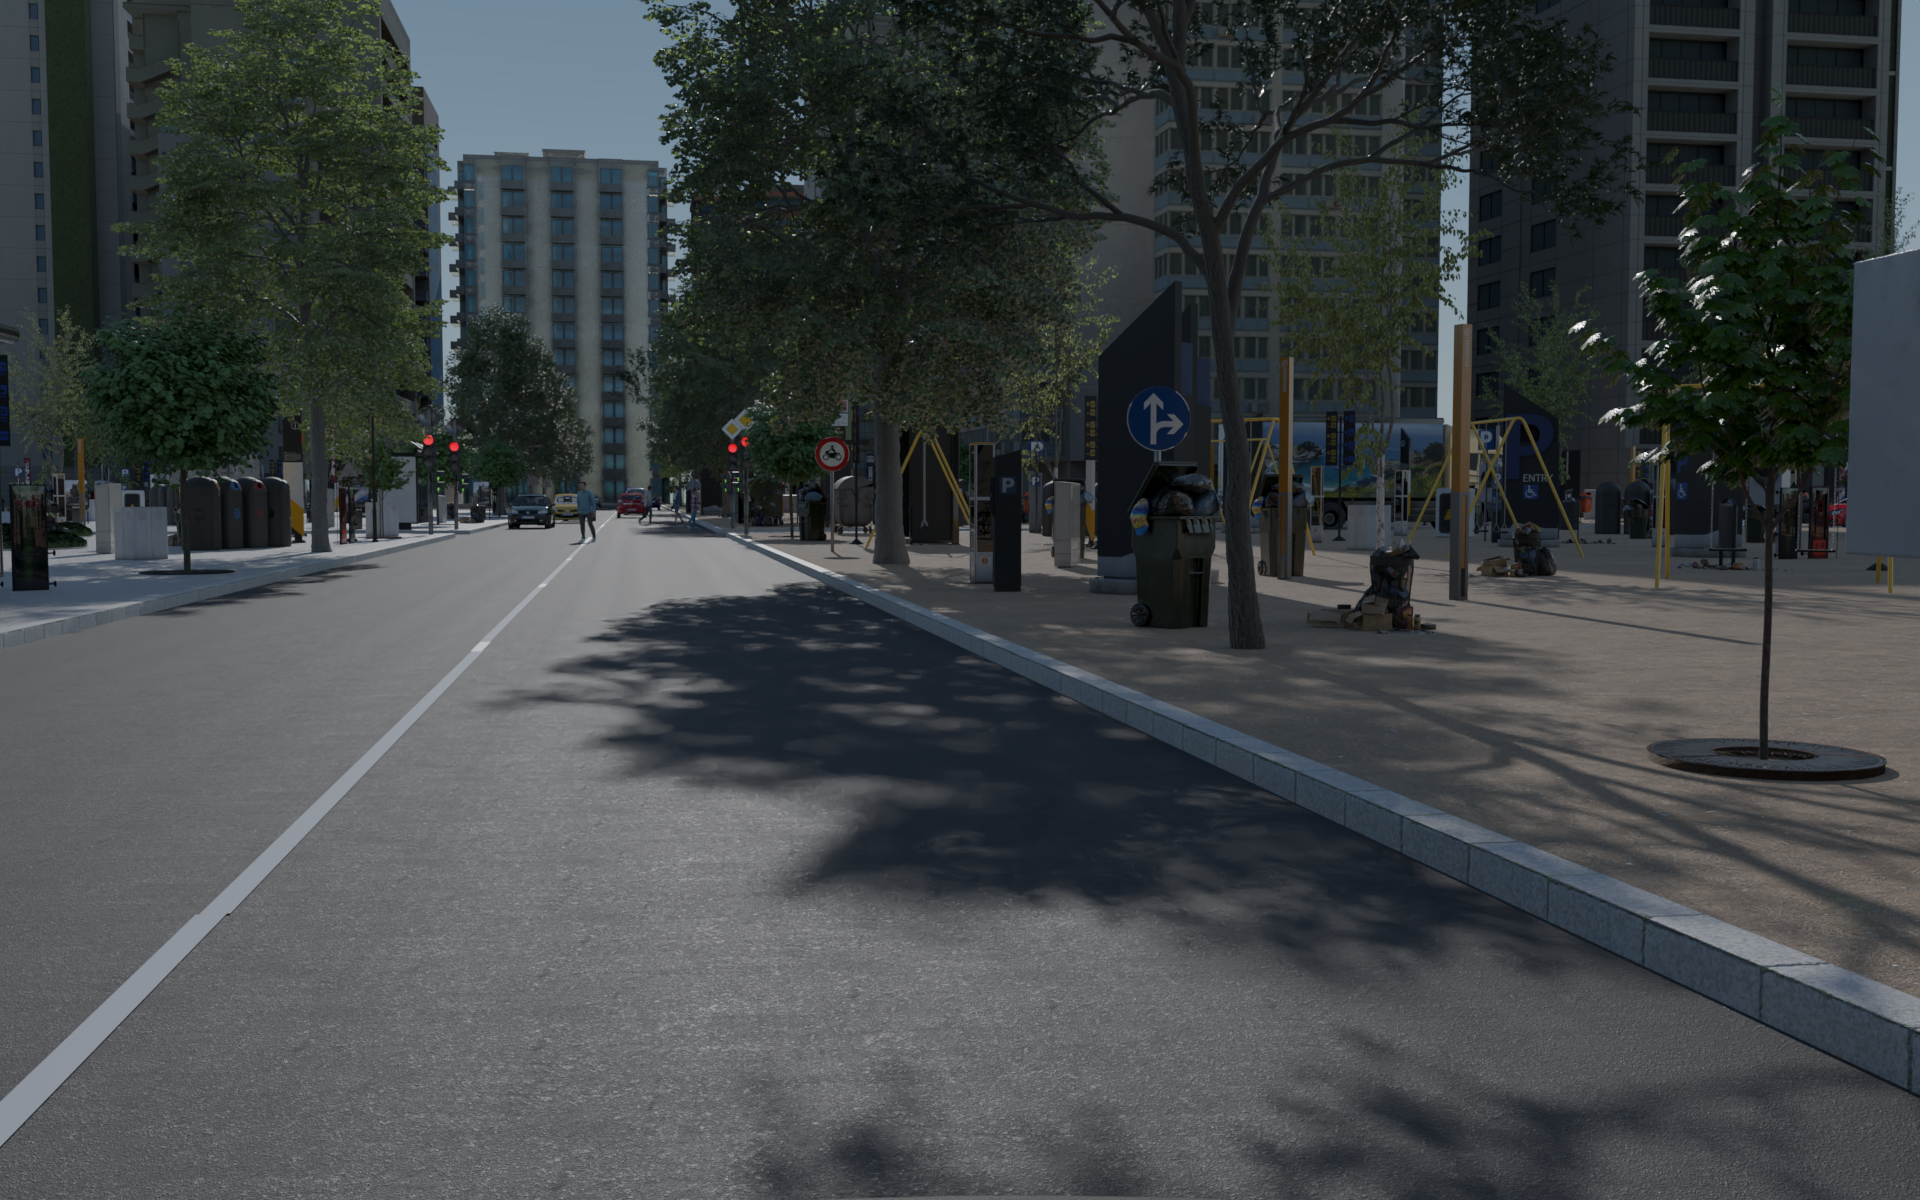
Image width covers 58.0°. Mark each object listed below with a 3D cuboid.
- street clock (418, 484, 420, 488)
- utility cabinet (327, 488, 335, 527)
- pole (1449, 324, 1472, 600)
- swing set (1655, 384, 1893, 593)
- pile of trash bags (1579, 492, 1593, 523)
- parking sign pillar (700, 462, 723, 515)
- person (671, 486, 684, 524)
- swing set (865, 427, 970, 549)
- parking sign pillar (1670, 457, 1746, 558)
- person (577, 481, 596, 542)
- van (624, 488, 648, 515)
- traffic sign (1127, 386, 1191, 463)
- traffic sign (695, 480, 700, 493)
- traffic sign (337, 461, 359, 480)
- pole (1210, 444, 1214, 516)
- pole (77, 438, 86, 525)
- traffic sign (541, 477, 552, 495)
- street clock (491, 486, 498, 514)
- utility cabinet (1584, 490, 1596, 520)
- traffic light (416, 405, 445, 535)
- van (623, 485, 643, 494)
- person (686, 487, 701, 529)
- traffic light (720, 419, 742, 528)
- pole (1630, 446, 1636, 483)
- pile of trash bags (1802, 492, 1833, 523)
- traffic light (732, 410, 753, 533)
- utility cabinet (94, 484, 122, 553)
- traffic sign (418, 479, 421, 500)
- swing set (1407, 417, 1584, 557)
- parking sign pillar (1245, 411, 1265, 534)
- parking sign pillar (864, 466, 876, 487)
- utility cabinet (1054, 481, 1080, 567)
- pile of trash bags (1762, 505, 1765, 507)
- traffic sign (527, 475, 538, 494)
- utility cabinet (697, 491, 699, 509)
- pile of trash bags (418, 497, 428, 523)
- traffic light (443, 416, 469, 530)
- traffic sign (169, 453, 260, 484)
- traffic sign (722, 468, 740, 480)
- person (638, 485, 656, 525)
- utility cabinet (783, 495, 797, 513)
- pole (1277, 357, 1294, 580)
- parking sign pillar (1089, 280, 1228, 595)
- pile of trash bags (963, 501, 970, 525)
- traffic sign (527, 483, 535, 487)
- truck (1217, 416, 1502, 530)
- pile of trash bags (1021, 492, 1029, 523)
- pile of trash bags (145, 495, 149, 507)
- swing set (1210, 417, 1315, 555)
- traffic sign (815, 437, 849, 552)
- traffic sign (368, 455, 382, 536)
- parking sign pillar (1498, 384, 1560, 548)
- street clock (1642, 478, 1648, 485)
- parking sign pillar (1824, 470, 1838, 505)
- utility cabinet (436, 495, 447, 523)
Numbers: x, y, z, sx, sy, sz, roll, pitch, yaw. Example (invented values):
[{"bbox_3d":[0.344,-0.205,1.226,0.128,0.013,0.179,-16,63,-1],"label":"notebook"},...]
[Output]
[{"bbox_3d":[-27.288,-5.024,86.716,0.471,2.002,0.358,2,4,33],"label":"street clock"},{"bbox_3d":[-24.316,-3.546,66.650,0.318,1.500,1.173,-2,4,-29],"label":"utility cabinet"},{"bbox_3d":[6.039,-1.654,20.890,0.158,3.312,0.155,0,3,0],"label":"pole"},{"bbox_3d":[11.280,-1.632,24.306,3.119,2.851,2.862,2,4,25],"label":"swing set"},{"bbox_3d":[26.560,-4.075,76.373,3.447,1.369,1.912,-2,4,-27],"label":"pile of trash bags"},{"bbox_3d":[-15.483,-7.308,107.965,1.447,3.967,1.447,1,4,9],"label":"parking sign pillar"},{"bbox_3d":[-13.397,-4.506,82.202,0.654,1.822,0.581,-2,4,-27],"label":"person"},{"bbox_3d":[-0.856,-2.690,41.598,2.862,2.851,3.119,0,4,-3],"label":"swing set"},{"bbox_3d":[15.332,-2.870,35.393,1.447,3.967,1.447,-1,4,-13],"label":"parking sign pillar"},{"bbox_3d":[-11.166,-2.651,51.869,0.660,1.820,0.620,1,4,15],"label":"person"},{"bbox_3d":[-22.496,-6.934,120.378,2.013,2.044,4.112,-1,4,-10],"label":"van"},{"bbox_3d":[2.335,-1.247,20.499,0.768,2.556,0.104,0,4,-7],"label":"traffic sign"},{"bbox_3d":[-17.976,-7.182,119.554,0.606,2.300,0.079,0,4,-6],"label":"traffic sign"},{"bbox_3d":[-23.840,-4.133,67.581,0.884,2.594,0.081,-1,4,-10],"label":"traffic sign"},{"bbox_3d":[10.184,-4.666,70.139,0.158,3.312,0.155,0,3,0],"label":"pole"},{"bbox_3d":[-32.213,-4.261,63.515,0.158,3.312,0.155,0,3,0],"label":"pole"},{"bbox_3d":[-31.610,-8.094,132.334,0.884,2.594,0.081,0,4,-5],"label":"traffic sign"},{"bbox_3d":[-30.638,-6.693,113.993,0.358,2.002,0.471,2,4,30],"label":"street clock"},{"bbox_3d":[31.425,-4.696,85.458,1.173,1.500,0.318,2,4,35],"label":"utility cabinet"},{"bbox_3d":[-16.753,-4.029,54.792,0.839,4.253,0.868,-1,4,-11],"label":"traffic light"},{"bbox_3d":[-29.760,-9.433,158.608,2.240,2.365,5.245,-1,4,-10],"label":"van"},{"bbox_3d":[-10.975,-3.793,71.360,0.643,1.720,0.563,-1,4,-10],"label":"person"},{"bbox_3d":[-8.490,-4.621,64.481,0.839,4.253,0.868,-1,4,-11],"label":"traffic light"},{"bbox_3d":[28.535,-4.873,73.512,0.158,3.312,0.155,0,3,0],"label":"pole"},{"bbox_3d":[37.818,-4.067,76.246,1.912,1.369,3.447,0,4,-4],"label":"pile of trash bags"},{"bbox_3d":[-7.015,-4.141,56.632,0.839,4.253,0.868,-1,4,-11],"label":"traffic light"},{"bbox_3d":[-18.473,-1.766,37.560,0.318,1.500,1.173,-1,4,-15],"label":"utility cabinet"},{"bbox_3d":[-26.889,-5.246,85.870,0.768,2.556,0.104,0,4,-2],"label":"traffic sign"},{"bbox_3d":[11.174,-2.383,36.587,2.862,2.851,3.119,0,4,-4],"label":"swing set"},{"bbox_3d":[9.305,-4.178,56.788,1.447,3.967,1.447,2,4,24],"label":"parking sign pillar"},{"bbox_3d":[-6.361,-8.256,123.464,1.447,3.967,1.447,-2,4,-30],"label":"parking sign pillar"},{"bbox_3d":[1.912,-1.342,30.624,0.318,1.500,1.173,1,4,12],"label":"utility cabinet"},{"bbox_3d":[34.566,-4.093,76.678,1.912,1.369,3.447,3,5,40],"label":"pile of trash bags"},{"bbox_3d":[-28.819,-7.139,116.825,0.768,2.556,0.104,0,4,-5],"label":"traffic sign"},{"bbox_3d":[-20.389,-7.780,135.877,0.318,1.500,1.173,1,4,23],"label":"utility cabinet"},{"bbox_3d":[-24.690,-4.129,77.267,1.912,1.369,3.447,-1,4,-15],"label":"pile of trash bags"},{"bbox_3d":[-18.228,-4.509,62.641,0.839,4.253,0.868,-1,4,-11],"label":"traffic light"},{"bbox_3d":[-19.025,-3.078,44.195,2.265,3.308,0.079,0,4,-3],"label":"traffic sign"},{"bbox_3d":[-8.801,-4.108,67.175,0.884,2.594,0.081,0,4,-3],"label":"traffic sign"},{"bbox_3d":[-14.652,-4.445,81.027,0.795,1.843,0.661,-2,4,-30],"label":"person"},{"bbox_3d":[-11.679,-6.576,118.676,1.020,1.237,0.306,-2,4,-24],"label":"utility cabinet"},{"bbox_3d":[4.872,-1.961,25.913,0.158,3.312,0.155,0,3,0],"label":"pole"},{"bbox_3d":[2.412,-2.084,22.552,1.447,3.967,1.447,-3,5,-43],"label":"parking sign pillar"},{"bbox_3d":[-1.339,-3.805,71.957,3.447,1.369,1.912,0,4,-6],"label":"pile of trash bags"},{"bbox_3d":[-33.290,-8.233,134.719,0.768,2.556,0.104,0,4,-2],"label":"traffic sign"},{"bbox_3d":[15.302,-4.613,64.332,11.283,4.237,2.839,-1,4,-11],"label":"truck"},{"bbox_3d":[2.685,-4.050,75.963,1.912,1.369,3.447,-1,4,-10],"label":"pile of trash bags"},{"bbox_3d":[-54.110,-6.422,114.758,3.447,1.369,1.912,0,4,-5],"label":"pile of trash bags"},{"bbox_3d":[5.536,-2.361,36.220,2.862,2.851,3.119,-3,5,-44],"label":"swing set"},{"bbox_3d":[-2.849,-2.356,38.628,0.768,2.556,0.104,0,4,-7],"label":"traffic sign"},{"bbox_3d":[-17.049,-3.106,50.892,0.768,2.556,0.104,0,4,-6],"label":"traffic sign"},{"bbox_3d":[13.838,-3.275,42.018,1.447,3.967,1.447,1,4,14],"label":"parking sign pillar"},{"bbox_3d":[31.171,-4.545,78.876,0.358,2.002,0.471,2,4,29],"label":"street clock"},{"bbox_3d":[40.908,-5.684,81.400,1.447,3.967,1.447,1,4,20],"label":"parking sign pillar"},{"bbox_3d":[-22.936,-4.004,76.630,0.306,1.237,1.020,0,4,-7],"label":"utility cabinet"}]
